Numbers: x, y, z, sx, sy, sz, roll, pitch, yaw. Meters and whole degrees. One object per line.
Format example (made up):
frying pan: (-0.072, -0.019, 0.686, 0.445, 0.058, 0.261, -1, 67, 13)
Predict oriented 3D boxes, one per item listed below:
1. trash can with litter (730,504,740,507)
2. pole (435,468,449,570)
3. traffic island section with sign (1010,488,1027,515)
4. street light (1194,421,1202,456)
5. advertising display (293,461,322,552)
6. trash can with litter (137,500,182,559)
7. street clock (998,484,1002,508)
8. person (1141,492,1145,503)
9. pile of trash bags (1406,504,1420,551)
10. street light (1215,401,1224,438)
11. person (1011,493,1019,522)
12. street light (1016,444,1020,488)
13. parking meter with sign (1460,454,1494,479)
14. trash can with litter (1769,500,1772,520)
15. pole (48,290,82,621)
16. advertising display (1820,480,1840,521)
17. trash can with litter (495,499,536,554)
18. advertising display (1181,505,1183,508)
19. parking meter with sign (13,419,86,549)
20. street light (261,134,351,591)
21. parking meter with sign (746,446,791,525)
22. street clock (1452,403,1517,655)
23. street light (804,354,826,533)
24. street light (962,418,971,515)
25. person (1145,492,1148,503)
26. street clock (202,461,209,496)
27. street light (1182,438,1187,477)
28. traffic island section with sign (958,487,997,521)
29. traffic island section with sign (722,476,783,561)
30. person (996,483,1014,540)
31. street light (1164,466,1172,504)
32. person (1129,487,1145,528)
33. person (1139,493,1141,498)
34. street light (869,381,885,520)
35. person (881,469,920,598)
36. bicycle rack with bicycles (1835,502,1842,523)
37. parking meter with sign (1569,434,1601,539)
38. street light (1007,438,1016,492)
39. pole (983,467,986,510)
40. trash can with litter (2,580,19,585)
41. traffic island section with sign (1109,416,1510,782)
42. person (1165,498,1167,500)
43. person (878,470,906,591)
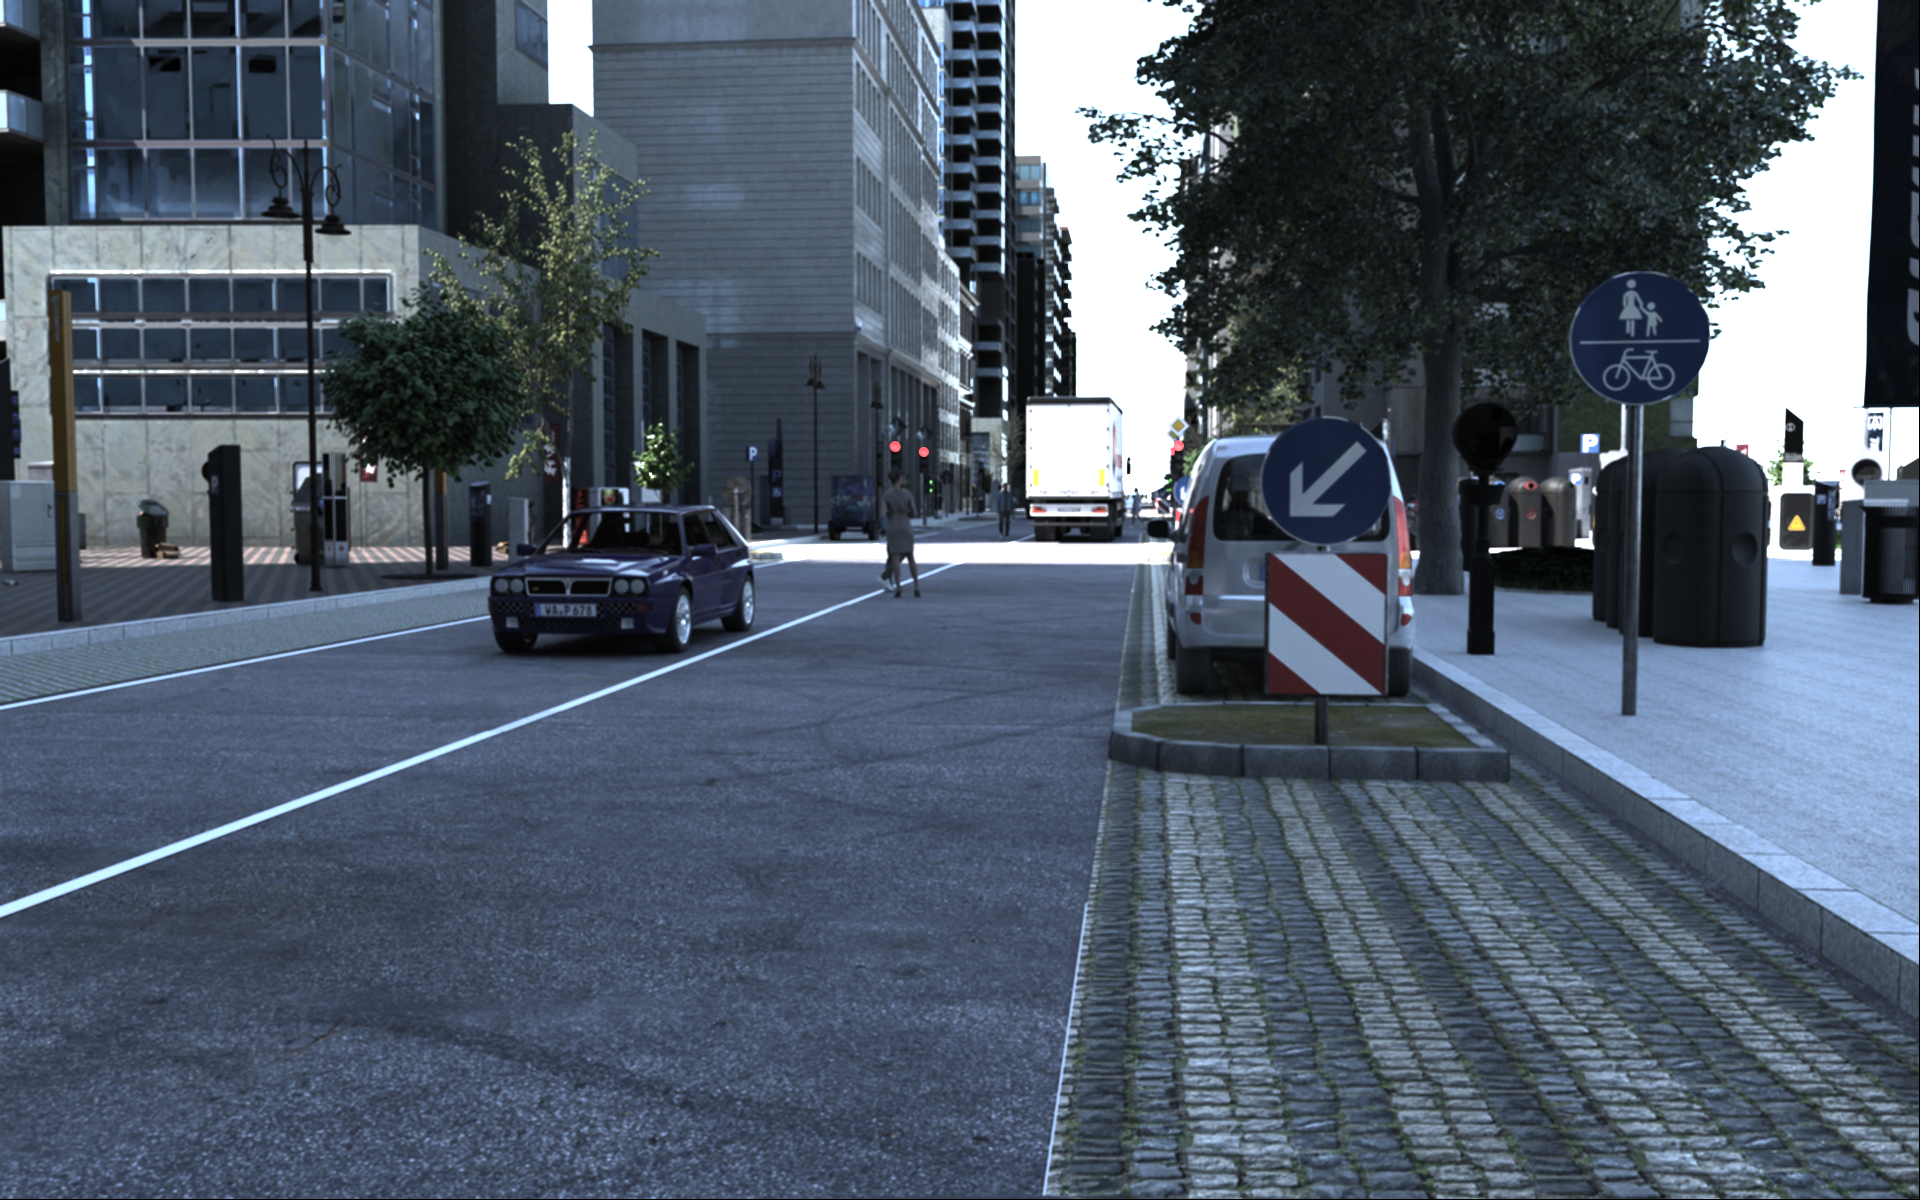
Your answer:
trash can with litter: (-7.850, -2.878, 58.115, 1.678, 1.210, 2.233, 2, 4, 27)
pole: (-8.773, -2.166, 29.254, 0.158, 3.312, 0.155, 0, 3, 0)
traffic island section with sign: (3.891, -6.810, 119.974, 1.989, 1.847, 2.006, 0, 4, 6)
street light: (14.720, -8.229, 107.324, 0.468, 5.910, 1.993, 0, 4, 6)
advertising display: (-12.659, -1.777, 34.262, 0.974, 1.923, 0.123, -1, 4, -10)
trash can with litter: (-15.917, -1.416, 34.543, 1.055, 1.170, 0.624, 2, 4, 34)
street clock: (3.005, -8.316, 140.535, 0.358, 2.002, 0.471, -3, 4, -36)
person: (28.921, -16.158, 273.210, 0.750, 1.759, 0.617, -3, 5, -44)
pile of trash bags: (8.889, -1.793, 39.075, 3.447, 1.369, 1.912, -2, 4, -27)
street light: (10.956, -6.119, 72.827, 0.468, 5.910, 1.993, 0, 4, 6)
person: (2.712, -4.732, 88.458, 0.523, 1.515, 0.503, -3, 5, -43)
street light: (4.772, -10.648, 146.884, 0.468, 5.910, 1.993, 0, 4, 6)
parking meter with sign: (17.210, -3.714, 56.984, 1.738, 3.016, 0.543, -3, 4, -37)
trash can with litter: (39.938, -4.518, 85.249, 1.055, 1.170, 0.624, 2, 4, 25)
pole: (-9.022, -1.444, 17.457, 0.158, 3.312, 0.155, 0, 3, 0)
advertising display: (40.628, -4.639, 81.062, 0.974, 1.923, 0.123, 3, 5, 45)
trash can with litter: (-9.547, -1.568, 37.024, 1.055, 1.170, 0.624, 3, 4, 38)
advertising display: (17.891, -8.221, 139.632, 0.123, 1.923, 0.974, 0, 4, -2)
parking meter with sign: (-21.185, -2.685, 40.158, 1.738, 3.016, 0.543, 0, 4, 7)
street light: (-8.537, -3.058, 22.780, 0.468, 5.910, 1.993, 0, 4, 6)
parking meter with sign: (-6.886, -4.065, 62.719, 1.738, 3.016, 0.543, 2, 4, 34)
street clock: (4.183, -0.568, 13.857, 0.471, 2.002, 0.358, 0, 4, 8)
street light: (-4.761, -5.161, 57.177, 0.468, 5.910, 1.993, 0, 4, 6)
street light: (0.455, -8.099, 105.198, 0.468, 5.910, 1.993, 0, 4, 6)
person: (28.644, -15.685, 265.864, 0.541, 1.710, 0.530, 1, 4, 20)
street clock: (-15.990, -1.996, 37.203, 0.471, 2.002, 0.358, 0, 4, 1)
street light: (19.273, -10.840, 150.020, 0.468, 5.910, 1.993, 0, 4, 6)
traffic island section with sign: (0.980, -5.158, 92.962, 1.989, 1.847, 2.006, 0, 4, 6)
traffic island section with sign: (-4.951, -1.790, 37.902, 1.989, 1.847, 2.006, 0, 4, 6)
person: (1.409, -2.776, 54.235, 0.601, 1.785, 0.444, 0, 4, -5)
street light: (32.036, -18.013, 267.298, 0.468, 5.910, 1.993, 0, 4, 6)
person: (7.459, -3.903, 73.059, 0.760, 1.731, 0.466, -2, 4, -35)
person: (28.766, -16.539, 278.935, 0.705, 1.821, 1.348, 3, 5, 39)
street light: (-3.393, -6.004, 70.954, 0.468, 5.910, 1.993, 0, 4, 6)
person: (-0.826, -0.929, 24.035, 0.599, 1.781, 0.374, -1, 4, -15)
bicycle rack with bicycles: (37.846, -3.769, 75.000, 2.852, 0.926, 2.925, 2, 4, 29)
parking meter with sign: (17.753, -3.266, 49.661, 0.543, 3.016, 1.738, 3, 5, 40)
street light: (4.004, -10.195, 139.475, 0.468, 5.910, 1.993, 0, 4, 6)
pole: (1.854, -8.488, 132.619, 0.158, 3.312, 0.155, 0, 3, 0)
trash can with litter: (-13.776, -0.776, 23.748, 1.678, 1.210, 2.233, 1, 4, 19)
traffic island section with sign: (1.836, -0.059, 9.598, 1.989, 1.847, 2.006, 0, 4, 6)
person: (14.726, -7.057, 124.158, 0.850, 1.792, 0.678, 0, 4, 2)
person: (-1.002, -1.014, 25.416, 0.444, 1.785, 0.601, -1, 4, -10)
